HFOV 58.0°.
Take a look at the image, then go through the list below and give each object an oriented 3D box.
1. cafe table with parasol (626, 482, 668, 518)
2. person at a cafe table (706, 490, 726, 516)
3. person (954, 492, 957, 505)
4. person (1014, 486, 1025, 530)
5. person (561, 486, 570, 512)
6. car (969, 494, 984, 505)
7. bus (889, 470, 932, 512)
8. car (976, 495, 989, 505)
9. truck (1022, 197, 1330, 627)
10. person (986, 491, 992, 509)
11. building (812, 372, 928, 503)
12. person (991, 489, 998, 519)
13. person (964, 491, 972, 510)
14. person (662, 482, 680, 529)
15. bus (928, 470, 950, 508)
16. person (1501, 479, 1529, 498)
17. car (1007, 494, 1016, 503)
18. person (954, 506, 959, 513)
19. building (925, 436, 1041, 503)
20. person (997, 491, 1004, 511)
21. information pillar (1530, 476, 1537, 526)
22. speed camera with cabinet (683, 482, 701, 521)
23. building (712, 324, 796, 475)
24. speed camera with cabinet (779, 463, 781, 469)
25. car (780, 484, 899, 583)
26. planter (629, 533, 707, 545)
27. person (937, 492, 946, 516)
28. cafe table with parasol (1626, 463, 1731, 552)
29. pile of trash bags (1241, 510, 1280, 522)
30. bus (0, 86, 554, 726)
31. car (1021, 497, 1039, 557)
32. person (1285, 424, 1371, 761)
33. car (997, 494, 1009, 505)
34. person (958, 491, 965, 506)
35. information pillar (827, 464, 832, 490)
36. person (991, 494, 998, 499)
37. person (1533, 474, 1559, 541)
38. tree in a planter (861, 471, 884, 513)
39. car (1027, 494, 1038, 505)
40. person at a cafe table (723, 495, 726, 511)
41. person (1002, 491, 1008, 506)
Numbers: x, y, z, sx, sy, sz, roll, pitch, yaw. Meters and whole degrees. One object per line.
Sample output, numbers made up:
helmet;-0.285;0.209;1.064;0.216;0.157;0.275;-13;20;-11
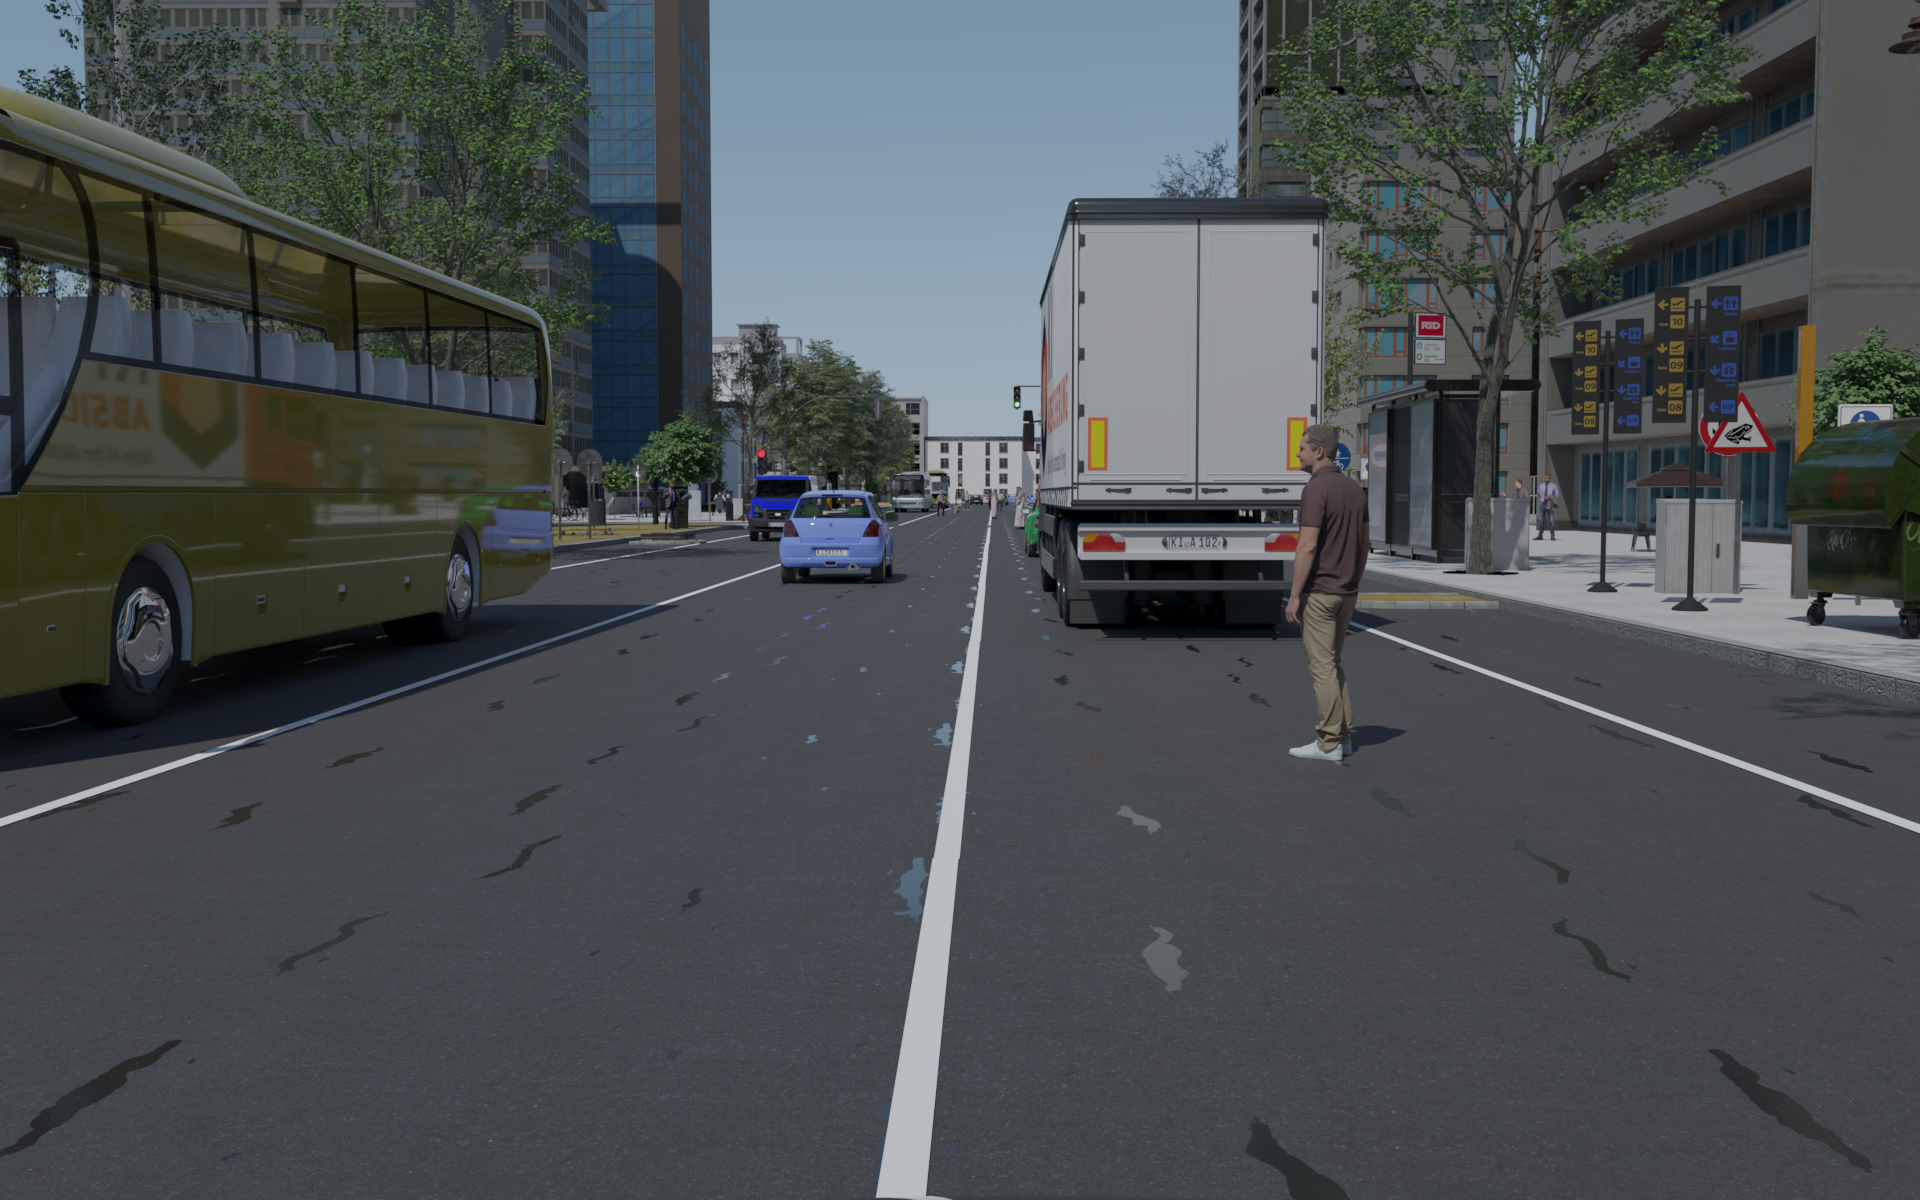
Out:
cafe table with parasol;-17.059;-5.460;94.138;2.610;1.966;2.610;0;4;-5
person at a cafe table;-14.254;-5.797;103.303;1.698;1.524;1.622;0;4;0
person;-0.576;-12.943;220.834;0.721;1.735;1.217;0;4;7
person;2.397;-3.721;70.003;0.621;1.740;0.551;-2;4;-29
person;-22.593;-5.638;99.048;0.431;1.722;0.655;3;4;38
car;2.044;-12.849;219.874;2.009;1.686;4.222;0;4;-1
bus;-3.844;-8.796;138.669;2.948;3.499;13.247;0;4;2
car;3.009;-13.331;230.319;2.083;1.381;4.827;0;4;1
truck;2.320;-2.024;22.012;2.839;4.237;11.283;0;4;1
person;2.814;-9.579;165.797;0.721;1.739;1.217;-2;4;-34
building;-20.813;-24.000;258.852;31.486;18.905;16.747;0;4;1
person;2.027;-5.597;100.677;0.621;1.740;0.551;-3;5;-42
person;0.624;-8.811;153.283;0.841;1.734;0.376;2;4;32
person;-10.461;-3.422;62.822;0.655;1.722;0.431;-3;4;-37
bus;-2.401;-11.564;180.619;2.896;3.916;12.252;0;4;1
person;17.654;-2.970;55.135;0.750;1.759;0.617;-1;4;-9
car;6.933;-13.501;230.334;1.945;1.707;3.694;0;4;0
person;-0.241;-6.678;128.160;0.357;0.543;0.381;1;4;20
building;9.072;-19.177;255.689;28.070;9.664;9.099;0;4;1
person;3.294;-8.199;143.485;0.436;1.711;0.756;-2;4;-29
information pillar;23.424;-4.041;70.559;0.304;2.012;0.304;-1;4;-14
speed camera with cabinet;-12.900;-5.453;83.492;0.660;3.252;2.038;-1;4;-17
building;-26.936;-20.409;190.102;16.016;20.091;11.380;0;4;1
speed camera with cabinet;-12.136;-7.096;110.363;2.038;3.252;0.660;-1;4;-14
car;-2.020;-1.193;29.091;1.945;1.707;3.694;0;4;1
planter;-8.411;-1.775;50.164;1.991;0.319;1.994;0;4;1
person;-1.167;-6.122;110.813;0.614;1.554;0.590;-3;5;-42
cafe table with parasol;15.742;-2.030;38.061;2.610;1.966;2.610;-1;4;-19
pile of trash bags;14.580;-4.350;80.880;3.447;1.369;1.912;2;4;35
bus;-6.139;-1.372;13.976;2.896;3.916;12.252;0;4;2
car;2.429;-1.950;40.673;1.959;1.807;4.718;0;4;0
person;1.976;-0.049;9.438;0.598;1.807;0.434;-2;4;-35
car;5.348;-13.151;223.815;1.959;1.807;4.718;0;4;-1
person;0.366;-12.253;208.928;1.348;1.812;0.705;-1;4;-23
information pillar;-10.038;-8.683;133.328;0.183;3.616;0.504;-3;5;-40
person;3.892;-11.242;191.930;0.705;1.869;1.348;-2;4;-32
person;16.122;-2.555;47.694;0.709;1.838;0.599;2;4;34
tree in a planter;-6.824;-8.271;132.451;1.991;3.239;1.994;0;4;1
car;9.367;-12.642;216.292;1.945;1.707;3.694;0;4;1
person at a cafe table;-17.313;-7.319;130.527;1.698;1.238;1.726;3;5;42
person;5.195;-11.980;204.926;0.990;1.755;0.434;2;4;25
